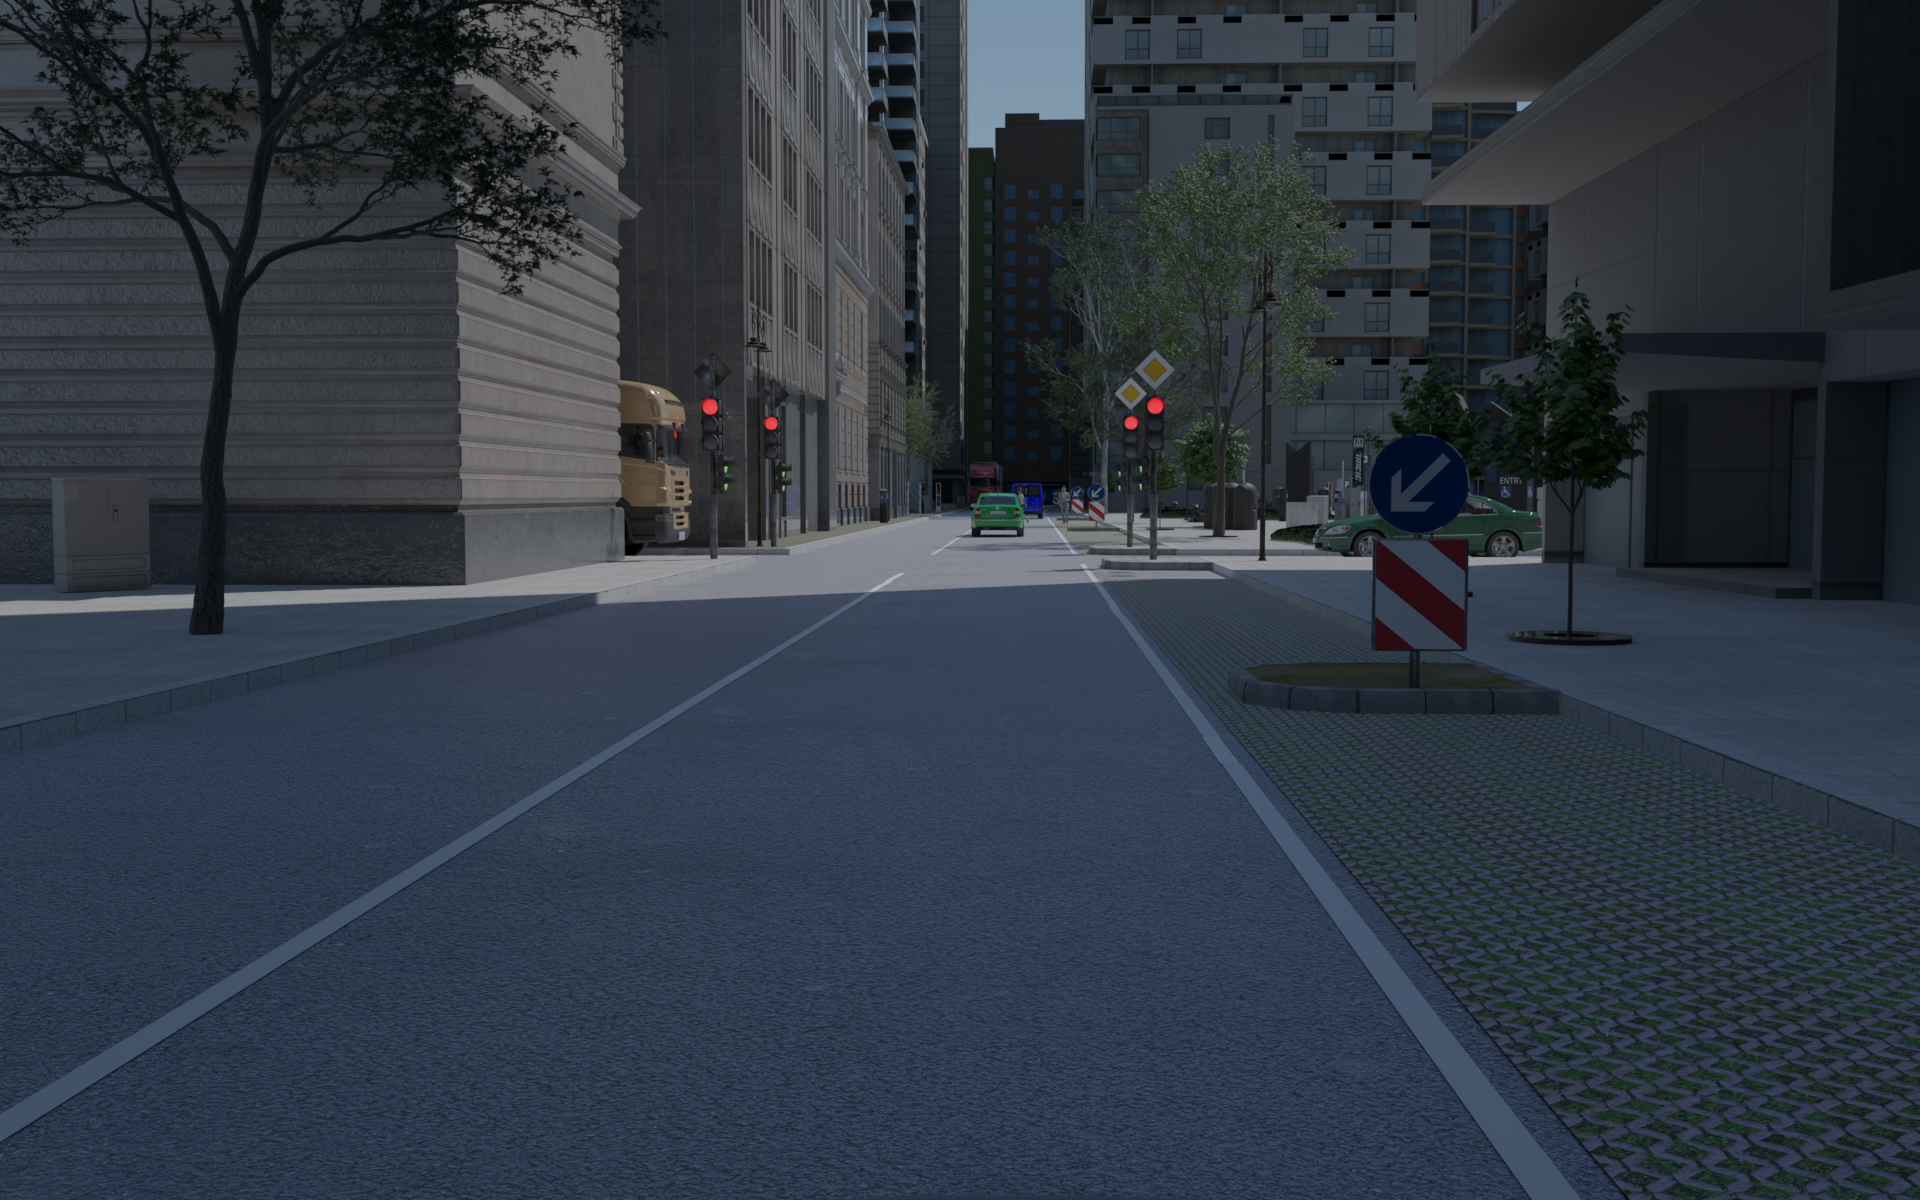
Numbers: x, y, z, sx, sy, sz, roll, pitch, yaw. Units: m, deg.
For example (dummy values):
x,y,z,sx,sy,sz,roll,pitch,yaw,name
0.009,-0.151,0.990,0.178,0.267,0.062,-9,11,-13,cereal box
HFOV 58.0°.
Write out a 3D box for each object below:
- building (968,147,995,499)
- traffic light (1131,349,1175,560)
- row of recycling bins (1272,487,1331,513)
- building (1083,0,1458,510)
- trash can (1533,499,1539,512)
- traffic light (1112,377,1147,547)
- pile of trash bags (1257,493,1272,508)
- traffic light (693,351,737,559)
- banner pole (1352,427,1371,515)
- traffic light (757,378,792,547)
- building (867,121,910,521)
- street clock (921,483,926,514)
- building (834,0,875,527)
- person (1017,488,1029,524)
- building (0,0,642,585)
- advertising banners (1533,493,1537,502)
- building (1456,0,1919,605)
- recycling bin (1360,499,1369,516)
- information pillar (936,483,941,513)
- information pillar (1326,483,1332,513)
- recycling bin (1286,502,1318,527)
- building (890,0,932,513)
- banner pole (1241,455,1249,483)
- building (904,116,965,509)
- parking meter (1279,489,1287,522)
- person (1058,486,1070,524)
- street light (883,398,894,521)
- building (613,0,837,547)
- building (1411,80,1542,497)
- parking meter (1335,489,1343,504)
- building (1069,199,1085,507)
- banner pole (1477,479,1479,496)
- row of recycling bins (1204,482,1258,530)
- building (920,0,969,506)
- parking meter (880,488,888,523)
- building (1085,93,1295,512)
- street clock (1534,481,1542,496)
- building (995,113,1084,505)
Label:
x,y,z,sx,sy,sz,roll,pitch,yaw,name
-2.728,-32.039,207.430,14.086,41.232,14.154,0,4,2,building
3.763,-2.742,33.760,0.839,4.253,0.868,0,4,2,traffic light
20.744,-6.003,105.258,3.534,1.692,1.069,1,4,15,row of recycling bins
24.469,-34.219,148.712,28.713,52.752,27.495,0,4,2,building
18.015,-2.651,55.001,0.748,1.137,0.748,0,3,0,trash can
4.085,-3.230,41.738,0.839,4.253,0.868,0,4,2,traffic light
20.124,-6.331,113.268,1.912,1.369,3.447,-2,4,-28,pile of trash bags
-4.842,-2.763,34.090,0.839,4.253,0.868,0,4,2,traffic light
14.959,-4.550,64.413,0.863,3.779,0.401,-1,4,-11,banner pole
-4.520,-3.251,42.068,0.839,4.253,0.868,0,4,2,traffic light
-8.105,-14.788,90.930,9.793,20.994,18.267,0,4,2,building
-2.476,-6.702,114.145,0.471,2.002,0.358,-3,5,-45,street clock
-10.840,-17.451,71.234,13.634,28.700,20.117,0,4,2,building
2.836,-4.363,80.592,0.760,1.731,0.466,0,4,-5,person
-15.980,-12.225,28.750,19.941,23.489,11.050,0,4,2,building
34.316,-6.403,100.874,2.074,3.025,0.090,-1,4,-15,advertising banners
21.442,-26.231,18.118,28.713,52.752,27.495,0,4,2,building
23.004,-5.154,96.817,0.722,1.027,0.722,-1,4,-17,recycling bin
-1.446,-6.805,115.758,0.304,2.012,0.304,0,4,-4,information pillar
23.743,-6.542,111.460,0.304,2.012,0.304,-1,4,-19,information pillar
10.631,-2.527,53.871,0.722,1.027,0.722,-2,4,-24,recycling bin
-13.010,-50.069,131.301,22.319,86.520,31.000,0,4,2,building
17.763,-7.207,107.853,0.863,3.779,0.401,-3,5,-44,banner pole
-15.881,-28.649,160.298,32.217,40.220,23.993,0,4,2,building
15.069,-4.427,80.792,0.372,1.533,0.369,0,3,0,parking meter
4.998,-4.562,83.294,0.606,1.804,0.583,1,4,10,person
-3.417,-6.704,82.404,0.468,5.910,1.993,0,4,2,street light
-10.795,-14.271,51.348,12.078,24.808,19.932,0,4,2,building
43.555,-32.112,179.662,28.867,44.769,22.147,0,4,2,building
18.006,-4.523,82.359,0.372,1.533,0.369,0,3,0,parking meter
17.842,-24.434,171.193,14.160,30.474,14.107,0,4,2,building
30.502,-6.845,101.940,0.401,3.779,0.863,1,4,17,banner pole
9.782,-3.412,62.902,1.069,1.692,3.534,-1,4,-14,row of recycling bins
-9.722,-45.484,181.918,20.611,71.187,20.563,0,4,2,building
-3.374,-4.180,76.749,0.372,1.533,0.369,0,3,0,parking meter
16.879,-21.848,128.919,14.160,30.474,14.107,0,4,2,building
23.469,-4.017,70.251,0.358,2.002,0.471,2,4,34,street clock
11.406,-34.048,206.796,14.200,45.320,14.600,0,4,2,building
